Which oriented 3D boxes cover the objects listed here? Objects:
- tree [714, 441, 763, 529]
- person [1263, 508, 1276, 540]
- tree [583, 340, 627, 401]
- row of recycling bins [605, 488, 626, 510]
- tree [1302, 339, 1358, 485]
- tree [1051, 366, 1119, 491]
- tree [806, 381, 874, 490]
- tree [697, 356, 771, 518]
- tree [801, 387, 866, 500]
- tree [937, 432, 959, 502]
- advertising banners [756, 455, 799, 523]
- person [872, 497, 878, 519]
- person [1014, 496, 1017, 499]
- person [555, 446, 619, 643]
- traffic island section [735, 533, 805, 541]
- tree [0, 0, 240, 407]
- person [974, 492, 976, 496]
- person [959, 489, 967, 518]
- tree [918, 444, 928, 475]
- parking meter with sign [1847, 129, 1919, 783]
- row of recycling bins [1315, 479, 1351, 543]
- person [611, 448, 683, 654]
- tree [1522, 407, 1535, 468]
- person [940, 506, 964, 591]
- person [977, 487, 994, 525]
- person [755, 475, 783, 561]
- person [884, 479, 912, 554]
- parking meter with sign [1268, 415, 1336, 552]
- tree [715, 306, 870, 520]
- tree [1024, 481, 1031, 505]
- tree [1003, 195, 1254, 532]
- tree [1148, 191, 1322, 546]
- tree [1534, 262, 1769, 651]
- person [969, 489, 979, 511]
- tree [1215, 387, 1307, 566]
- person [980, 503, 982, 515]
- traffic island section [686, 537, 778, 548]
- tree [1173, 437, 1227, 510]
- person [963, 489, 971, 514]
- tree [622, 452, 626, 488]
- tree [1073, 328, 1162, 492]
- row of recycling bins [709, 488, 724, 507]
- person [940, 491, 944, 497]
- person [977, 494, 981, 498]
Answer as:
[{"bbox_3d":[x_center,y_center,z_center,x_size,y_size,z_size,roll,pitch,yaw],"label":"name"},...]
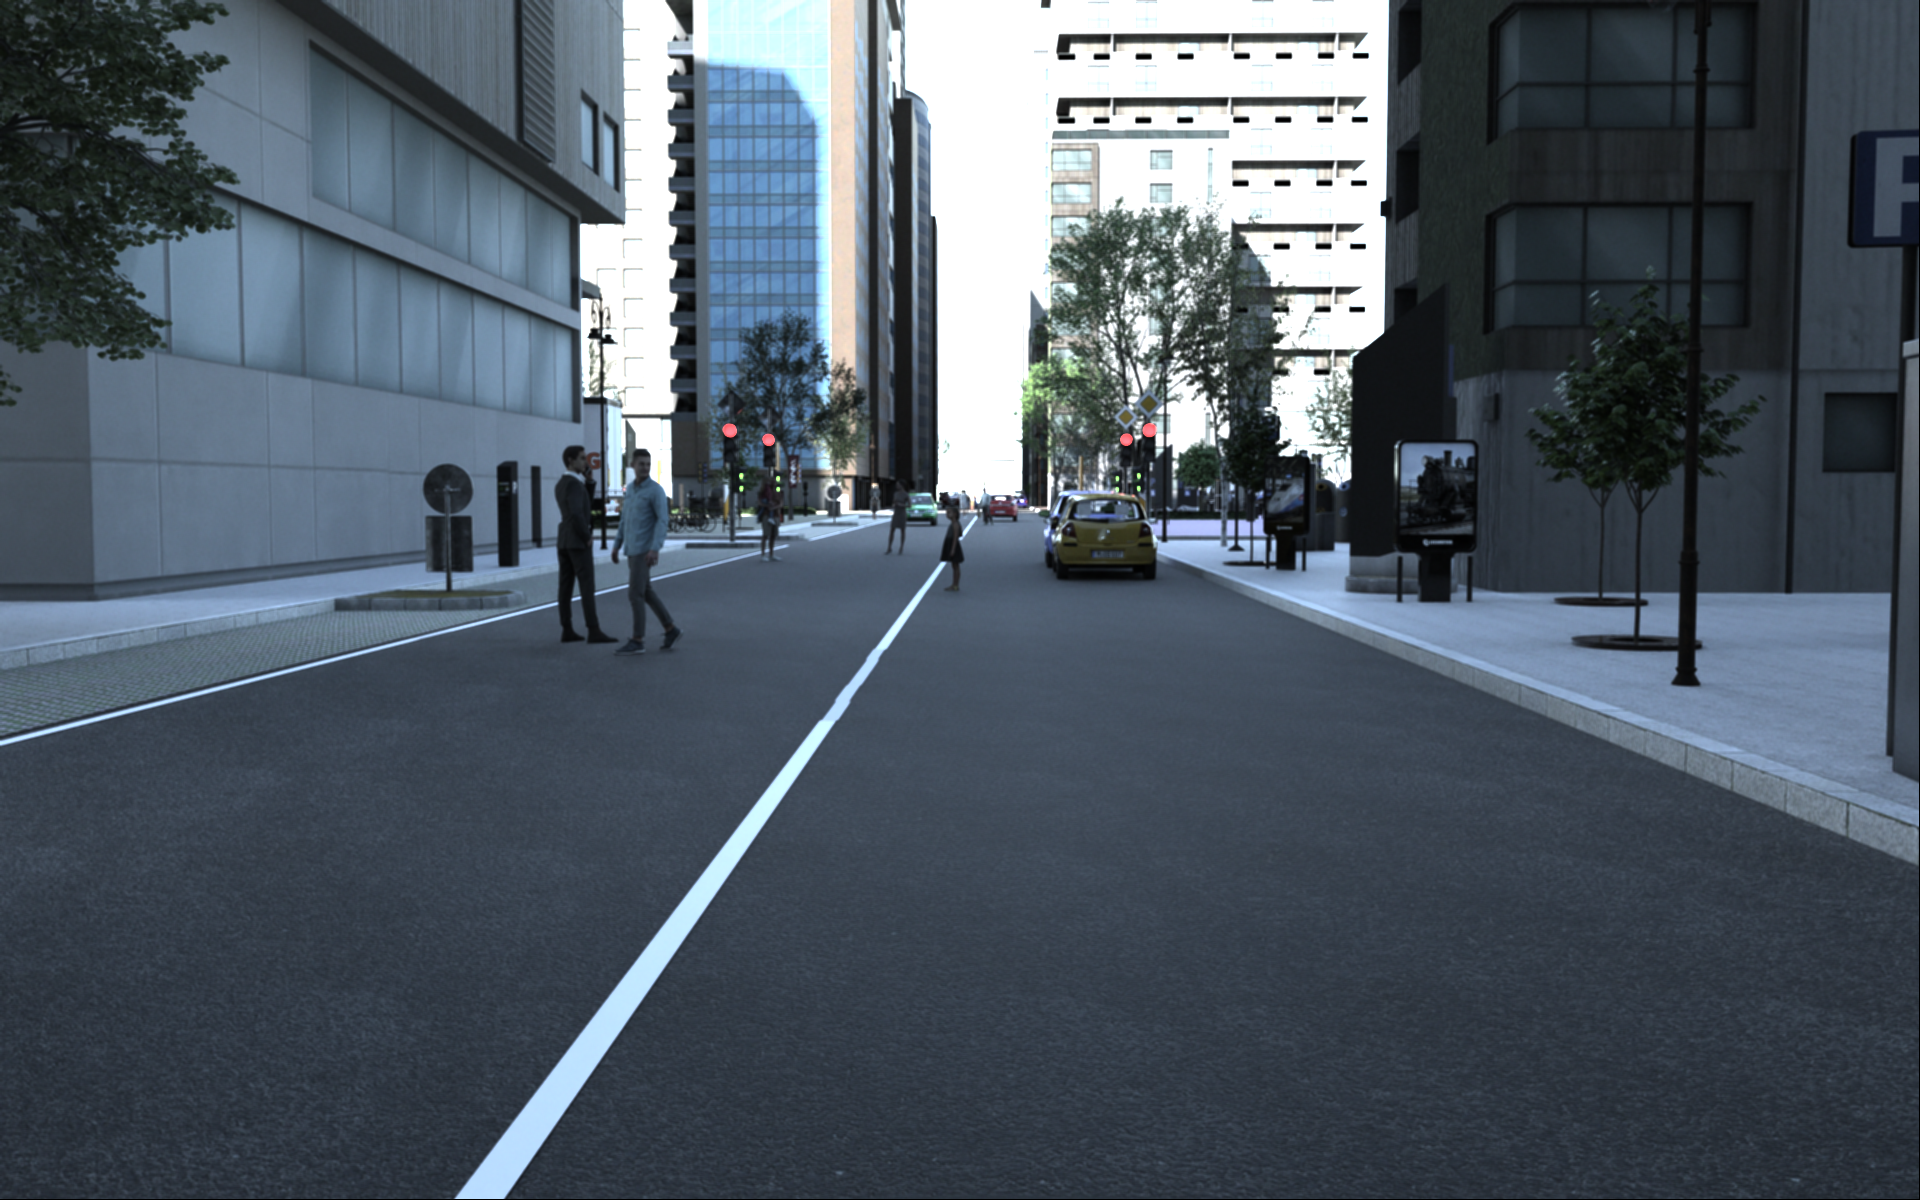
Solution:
[{"bbox_3d":[-8.015,-4.202,63.311,1.663,3.219,1.824,0,3,0],"label":"tree"},{"bbox_3d":[9.209,-2.559,50.529,0.709,1.800,0.728,1,4,19],"label":"person"},{"bbox_3d":[-17.626,-7.928,79.984,4.737,8.622,4.395,0,3,0],"label":"tree"},{"bbox_3d":[-25.529,-7.294,126.372,3.534,1.692,1.069,3,5,40],"label":"row of recycling bins"},{"bbox_3d":[18.264,-8.112,82.994,4.737,8.622,4.395,0,3,0],"label":"tree"},{"bbox_3d":[7.466,-9.072,98.682,4.360,8.622,3.978,0,3,0],"label":"tree"},{"bbox_3d":[-7.654,-9.771,110.126,4.737,8.622,4.395,0,3,0],"label":"tree"},{"bbox_3d":[-11.981,-8.668,92.092,4.360,8.622,3.978,0,3,0],"label":"tree"},{"bbox_3d":[-8.251,-10.132,116.023,4.360,8.622,3.978,0,3,0],"label":"tree"},{"bbox_3d":[-3.974,-22.240,289.383,9.928,11.665,9.643,0,3,0],"label":"tree"},{"bbox_3d":[-8.149,-4.973,77.489,2.074,3.025,0.090,1,4,16],"label":"advertising banners"},{"bbox_3d":[-4.797,-5.153,97.427,0.362,1.253,0.373,3,4,38],"label":"person"},{"bbox_3d":[4.485,-8.834,153.645,1.217,1.736,0.721,1,4,15],"label":"person"},{"bbox_3d":[-3.668,-0.548,16.822,0.474,1.900,0.648,-3,4,-37],"label":"person"},{"bbox_3d":[-6.014,-1.987,54.772,2.009,0.180,2.903,0,4,1],"label":"traffic island section"},{"bbox_3d":[-9.895,-5.843,13.664,7.486,12.596,7.792,0,3,0],"label":"tree"},{"bbox_3d":[2.290,-15.405,261.294,0.530,1.710,0.541,3,5,43],"label":"person"},{"bbox_3d":[0.109,-5.699,102.421,0.466,1.731,0.760,3,5,41],"label":"person"},{"bbox_3d":[-6.182,-15.527,204.227,4.360,8.622,3.978,0,3,0],"label":"tree"},{"bbox_3d":[4.441,-0.692,7.579,0.543,3.016,1.738,1,4,9],"label":"parking meter with sign"},{"bbox_3d":[10.609,-2.350,45.537,1.069,1.692,3.534,-3,4,-37],"label":"row of recycling bins"},{"bbox_3d":[-2.802,-0.446,15.648,0.748,1.841,0.638,-2,4,-33],"label":"person"},{"bbox_3d":[7.370,-1.566,20.210,1.663,3.219,1.824,0,3,0],"label":"tree"},{"bbox_3d":[-0.123,-0.760,25.593,0.373,1.253,0.362,-1,4,-10],"label":"person"},{"bbox_3d":[1.136,-4.350,80.108,0.782,1.767,0.515,3,4,37],"label":"person"},{"bbox_3d":[-4.086,-1.748,37.048,0.573,1.828,0.580,0,4,7],"label":"person"},{"bbox_3d":[-1.474,-1.977,41.169,0.599,1.781,0.374,2,4,29],"label":"person"},{"bbox_3d":[7.637,-2.609,38.911,1.738,3.016,0.543,-2,4,-28],"label":"parking meter with sign"},{"bbox_3d":[-8.211,-9.223,85.212,8.767,10.594,7.601,1,4,15],"label":"tree"},{"bbox_3d":[8.596,-13.375,213.288,1.663,3.219,1.824,0,3,0],"label":"tree"},{"bbox_3d":[6.136,-8.167,59.286,9.928,11.665,9.643,0,3,0],"label":"tree"},{"bbox_3d":[6.506,-5.611,42.101,4.360,8.622,3.978,0,3,0],"label":"tree"},{"bbox_3d":[5.851,-1.218,14.515,1.663,3.219,1.824,0,3,0],"label":"tree"},{"bbox_3d":[1.041,-8.252,143.419,1.348,1.824,0.705,3,5,44],"label":"person"},{"bbox_3d":[5.410,-2.241,31.249,1.663,3.219,1.824,0,3,0],"label":"tree"},{"bbox_3d":[1.565,-6.573,120.247,0.640,1.303,0.475,2,4,28],"label":"person"},{"bbox_3d":[-6.166,-1.499,46.788,2.009,0.180,2.903,0,4,1],"label":"traffic island section"},{"bbox_3d":[13.615,-6.936,97.125,4.285,4.588,4.351,0,3,0],"label":"tree"},{"bbox_3d":[0.508,-7.088,124.745,0.716,1.782,0.532,2,4,33],"label":"person"},{"bbox_3d":[-23.008,-8.025,114.914,4.285,4.588,4.351,0,3,0],"label":"tree"},{"bbox_3d":[6.891,-7.770,77.403,4.737,8.622,4.395,0,3,0],"label":"tree"},{"bbox_3d":[-17.598,-7.245,125.570,1.069,1.692,3.534,0,4,-3],"label":"row of recycling bins"},{"bbox_3d":[-2.156,-13.367,227.028,1.348,1.826,0.705,-3,5,-41],"label":"person"},{"bbox_3d":[2.845,-14.547,249.529,0.799,1.438,0.628,-2,4,-30],"label":"person"}]
